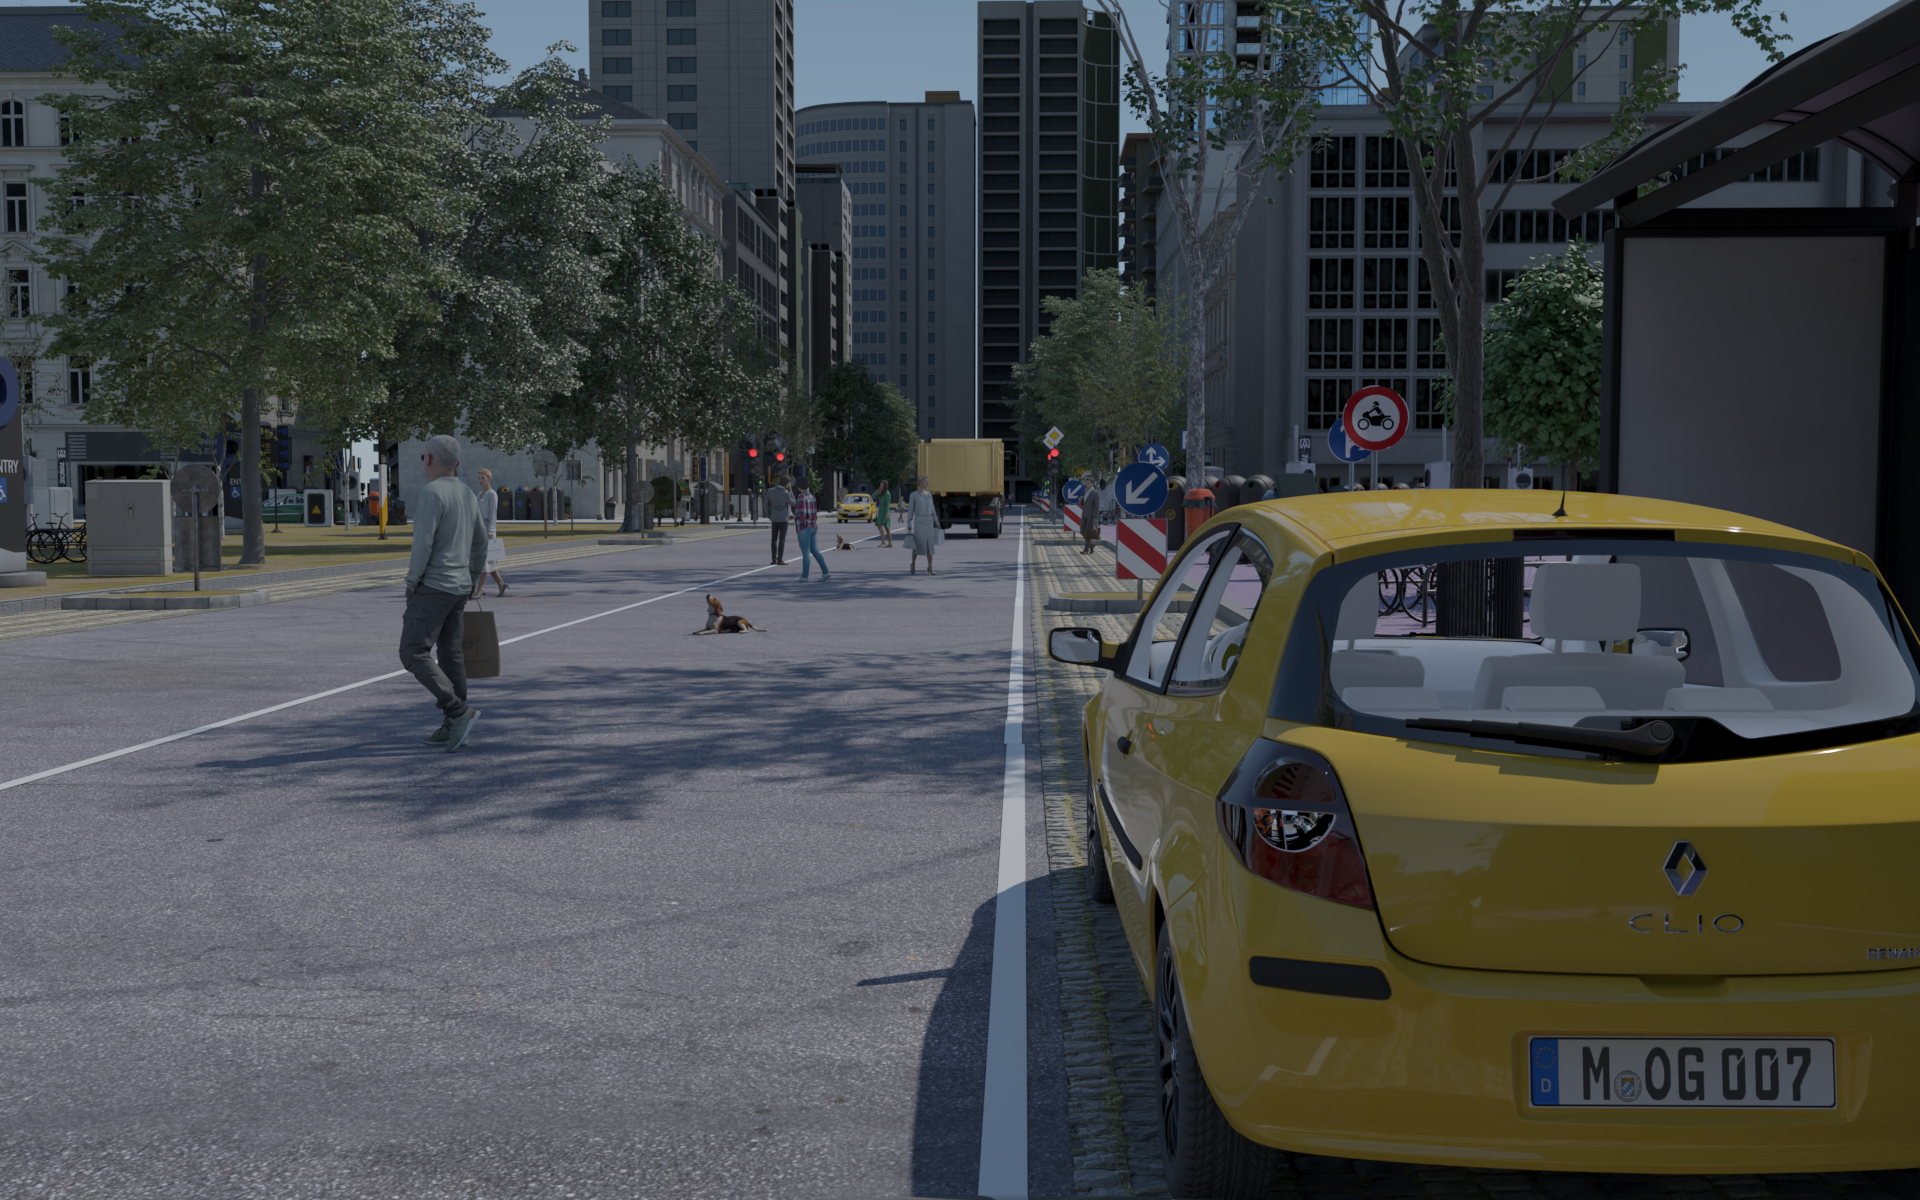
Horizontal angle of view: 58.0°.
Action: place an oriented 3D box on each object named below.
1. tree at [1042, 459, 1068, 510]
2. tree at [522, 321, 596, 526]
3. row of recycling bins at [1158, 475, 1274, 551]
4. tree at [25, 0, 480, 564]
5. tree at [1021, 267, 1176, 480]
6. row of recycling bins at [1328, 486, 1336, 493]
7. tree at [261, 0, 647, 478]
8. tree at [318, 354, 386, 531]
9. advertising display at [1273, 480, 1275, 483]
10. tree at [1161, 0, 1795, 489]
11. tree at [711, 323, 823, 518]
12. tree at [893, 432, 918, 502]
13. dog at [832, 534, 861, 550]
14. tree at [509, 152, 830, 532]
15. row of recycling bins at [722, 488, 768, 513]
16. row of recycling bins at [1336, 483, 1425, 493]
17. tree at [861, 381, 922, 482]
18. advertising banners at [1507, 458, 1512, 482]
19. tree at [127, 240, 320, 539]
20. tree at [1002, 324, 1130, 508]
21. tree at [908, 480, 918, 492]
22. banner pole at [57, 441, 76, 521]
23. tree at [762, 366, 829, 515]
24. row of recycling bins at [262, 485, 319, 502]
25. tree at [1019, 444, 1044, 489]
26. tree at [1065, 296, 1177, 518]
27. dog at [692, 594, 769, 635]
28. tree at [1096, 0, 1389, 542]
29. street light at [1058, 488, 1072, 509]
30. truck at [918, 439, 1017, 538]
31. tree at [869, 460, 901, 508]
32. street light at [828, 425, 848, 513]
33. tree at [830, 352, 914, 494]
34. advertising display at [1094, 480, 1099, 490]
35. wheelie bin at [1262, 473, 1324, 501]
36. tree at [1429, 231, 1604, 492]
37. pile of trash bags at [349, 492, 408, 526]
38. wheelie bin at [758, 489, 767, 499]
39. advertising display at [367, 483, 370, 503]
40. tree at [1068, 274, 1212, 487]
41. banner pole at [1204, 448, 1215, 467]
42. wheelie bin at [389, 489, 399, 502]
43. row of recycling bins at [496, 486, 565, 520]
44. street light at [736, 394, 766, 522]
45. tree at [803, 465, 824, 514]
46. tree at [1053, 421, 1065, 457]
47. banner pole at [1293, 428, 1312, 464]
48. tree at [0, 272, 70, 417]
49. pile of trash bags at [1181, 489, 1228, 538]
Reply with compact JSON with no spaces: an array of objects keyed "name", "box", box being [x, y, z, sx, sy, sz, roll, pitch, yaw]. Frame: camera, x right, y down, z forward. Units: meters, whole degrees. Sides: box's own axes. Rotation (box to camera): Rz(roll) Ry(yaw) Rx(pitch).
[{"name":"tree","box":[9.047,-9.814,144.166,4.285,4.588,4.351,0,3,0]},{"name":"tree","box":[-16.230,-7.267,69.170,4.360,8.622,3.978,0,3,0]},{"name":"row of recycling bins","box":[5.707,-1.916,38.439,1.069,1.692,3.534,-2,4,-34]},{"name":"tree","box":[-12.598,-6.941,31.610,7.486,12.596,7.792,0,3,0]},{"name":"tree","box":[6.901,-10.301,86.547,7.486,12.596,7.792,0,3,0]},{"name":"row of recycling bins","box":[18.641,-4.737,84.561,1.069,1.692,3.534,1,4,20]},{"name":"tree","box":[-12.507,-8.274,41.941,9.857,13.997,8.962,0,3,0]},{"name":"tree","box":[-21.513,-6.707,60.024,4.737,8.622,4.395,0,3,0]},{"name":"advertising display","box":[14.824,-4.656,81.343,0.974,1.923,0.123,0,4,1]},{"name":"tree","box":[4.260,-5.448,14.828,9.928,11.665,9.643,0,3,0]},{"name":"tree","box":[-10.790,-9.671,92.534,7.601,10.594,8.767,0,4,-1]},{"name":"tree","box":[-6.353,-14.585,188.828,4.360,8.622,3.978,0,3,0]},{"name":"dog","box":[-2.898,-1.469,44.212,0.748,0.427,0.550,0,4,-1]},{"name":"tree","box":[-11.114,-8.664,58.668,9.611,12.733,9.660,0,3,0]},{"name":"row of recycling bins","box":[-14.835,-6.716,116.926,3.534,1.692,1.069,-2,4,-35]},{"name":"row of recycling bins","box":[16.292,-3.595,65.890,3.534,1.692,1.069,3,4,37]},{"name":"tree","box":[-7.209,-15.685,174.571,7.486,12.596,7.792,0,3,0]},{"name":"advertising banners","box":[26.006,-5.179,80.859,0.090,3.025,2.074,-1,4,-10]},{"name":"tree","box":[-20.837,-6.019,48.768,4.737,8.622,4.395,0,3,0]},{"name":"tree","box":[8.144,-13.244,123.189,9.857,13.997,8.962,0,3,0]},{"name":"tree","box":[-5.850,-14.389,229.858,1.663,3.219,1.824,0,3,0]},{"name":"banner pole","box":[-42.413,-5.634,82.138,0.401,3.779,0.863,2,4,31]},{"name":"tree","box":[-9.813,-9.188,100.585,4.360,8.622,3.978,0,3,0]},{"name":"row of recycling bins","box":[-32.644,-4.667,83.421,3.534,1.692,1.069,-3,5,-41]},{"name":"tree","box":[12.521,-18.943,226.729,9.611,12.733,9.660,0,3,0]},{"name":"tree","box":[6.170,-7.030,65.301,4.360,8.622,3.978,0,3,0]},{"name":"dog","box":[-2.355,0.145,17.814,0.748,0.427,0.550,0,4,1]},{"name":"tree","box":[6.227,-10.950,34.929,12.611,20.169,13.585,0,3,0]},{"name":"street light","box":[6.954,-8.791,116.276,1.470,5.913,1.316,0,4,2]},{"name":"truck","box":[0.164,-3.891,59.537,3.469,3.379,9.791,0,4,3]},{"name":"tree","box":[-7.163,-11.024,163.957,4.285,4.588,4.351,0,3,0]},{"name":"street light","box":[-8.278,-8.850,117.233,1.470,5.913,1.316,0,4,2]},{"name":"tree","box":[-8.915,-13.664,140.417,9.611,12.733,9.660,0,3,0]},{"name":"advertising display","box":[6.412,-4.692,81.936,0.123,1.923,0.974,-2,4,-30]},{"name":"wheelie bin","box":[4.987,-1.110,26.060,0.980,1.594,0.693,-1,4,-13]},{"name":"tree","box":[7.747,-2.321,21.661,4.285,4.588,4.351,0,3,0]},{"name":"pile of trash bags","box":[-23.503,-3.702,70.286,1.912,1.369,3.447,-1,4,-9]},{"name":"wheelie bin","box":[-12.752,-6.441,113.221,0.693,1.594,0.980,2,4,27]},{"name":"advertising display","box":[-33.761,-5.763,99.435,0.123,1.923,0.974,0,4,6]},{"name":"tree","box":[6.027,-6.562,57.653,4.737,8.622,4.395,0,3,0]},{"name":"banner pole","box":[13.477,-6.327,93.469,0.863,3.779,0.401,1,4,20]},{"name":"wheelie bin","box":[-34.645,-6.034,106.562,0.693,1.594,0.980,3,5,41]},{"name":"row of recycling bins","box":[-21.043,-4.755,84.861,3.534,1.692,1.069,1,4,11]},{"name":"street light","box":[-9.632,-6.564,79.864,1.470,5.913,1.316,0,4,2]},{"name":"tree","box":[-9.820,-7.319,114.271,1.663,3.219,1.824,0,3,0]},{"name":"tree","box":[8.111,-9.728,109.420,4.360,8.622,3.978,0,3,0]},{"name":"banner pole","box":[12.743,-4.577,64.844,0.863,3.779,0.401,1,4,10]},{"name":"tree","box":[-31.240,-6.440,55.649,4.360,8.622,3.978,0,3,0]},{"name":"pile of trash bags","box":[5.281,-1.322,31.360,3.447,1.369,1.912,-3,5,-41]}]
